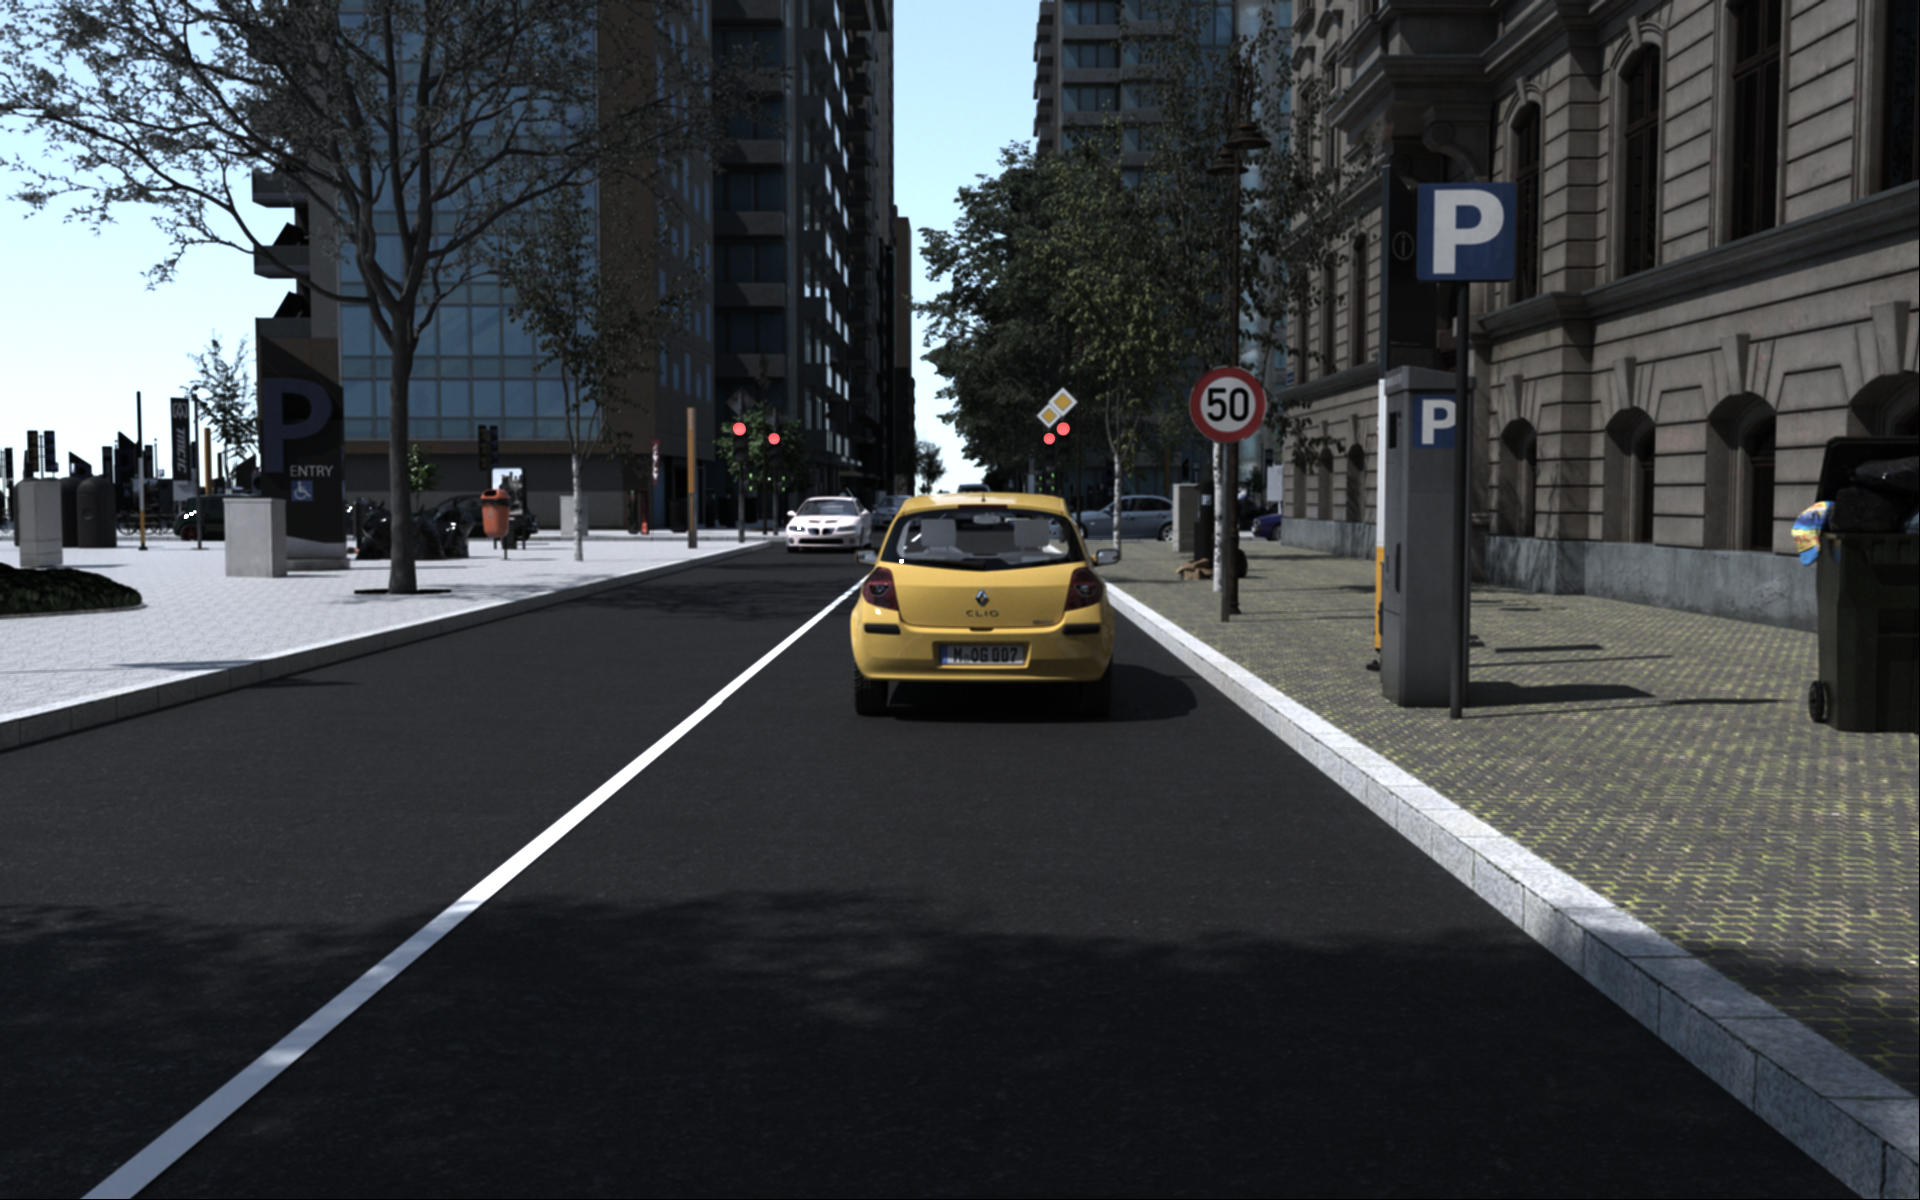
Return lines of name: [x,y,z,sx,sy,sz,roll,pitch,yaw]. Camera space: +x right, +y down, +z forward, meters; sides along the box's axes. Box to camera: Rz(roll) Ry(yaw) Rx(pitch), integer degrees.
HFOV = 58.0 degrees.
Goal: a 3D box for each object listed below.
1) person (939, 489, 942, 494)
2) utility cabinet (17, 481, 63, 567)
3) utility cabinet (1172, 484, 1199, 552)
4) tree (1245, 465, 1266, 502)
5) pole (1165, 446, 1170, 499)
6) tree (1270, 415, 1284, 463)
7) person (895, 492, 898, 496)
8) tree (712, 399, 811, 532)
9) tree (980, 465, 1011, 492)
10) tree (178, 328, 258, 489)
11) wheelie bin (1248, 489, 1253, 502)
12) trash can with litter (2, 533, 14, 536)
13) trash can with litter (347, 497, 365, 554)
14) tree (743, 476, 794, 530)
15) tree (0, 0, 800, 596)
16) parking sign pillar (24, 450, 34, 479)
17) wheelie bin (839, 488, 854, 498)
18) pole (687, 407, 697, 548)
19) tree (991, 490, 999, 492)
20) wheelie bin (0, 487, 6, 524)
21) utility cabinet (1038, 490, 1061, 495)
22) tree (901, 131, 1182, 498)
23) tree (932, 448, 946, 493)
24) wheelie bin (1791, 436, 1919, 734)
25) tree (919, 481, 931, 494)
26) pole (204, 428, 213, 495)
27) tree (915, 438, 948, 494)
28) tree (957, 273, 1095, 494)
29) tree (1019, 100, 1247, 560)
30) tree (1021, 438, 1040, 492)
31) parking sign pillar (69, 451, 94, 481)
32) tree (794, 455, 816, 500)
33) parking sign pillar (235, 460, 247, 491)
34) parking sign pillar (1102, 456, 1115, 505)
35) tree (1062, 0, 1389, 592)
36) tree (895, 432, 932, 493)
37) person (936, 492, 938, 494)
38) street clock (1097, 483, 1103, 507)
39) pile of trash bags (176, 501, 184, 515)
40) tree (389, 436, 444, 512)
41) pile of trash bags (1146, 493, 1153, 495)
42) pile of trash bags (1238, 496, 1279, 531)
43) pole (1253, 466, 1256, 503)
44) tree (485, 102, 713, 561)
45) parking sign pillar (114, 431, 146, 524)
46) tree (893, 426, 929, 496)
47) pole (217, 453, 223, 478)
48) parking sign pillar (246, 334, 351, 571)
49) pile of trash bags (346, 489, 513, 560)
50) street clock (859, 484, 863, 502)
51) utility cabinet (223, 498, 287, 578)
person: [-1.610,-8.214,142.827,0.705,1.821,1.348,2,4,29]
utility cabinet: [-16.122,-1.325,30.350,0.318,1.500,1.173,-1,4,-9]
utility cabinet: [5.254,-1.789,37.933,1.173,1.500,0.318,-1,4,-21]
tree: [19.030,-7.096,110.613,1.663,3.219,1.824,0,3,0]
pole: [8.855,-4.904,74.031,0.158,3.312,0.155,0,3,0]
tree: [23.947,-10.570,123.183,4.737,8.622,4.395,0,3,0]
person: [-7.715,-12.123,207.438,1.217,1.736,0.721,0,4,1]
tree: [-6.813,-4.647,59.696,4.285,4.588,4.351,0,3,0]
tree: [4.281,-12.894,194.522,4.285,4.588,4.351,0,3,0]
tree: [-32.660,-7.795,77.804,4.737,8.622,4.395,0,3,0]
wheelie bin: [17.128,-5.885,104.125,0.980,1.594,0.693,-3,4,-38]
trash can with litter: [-28.617,-2.635,54.136,2.233,1.210,1.678,-1,4,-21]
trash can with litter: [-13.041,-1.650,38.042,1.678,1.210,2.233,-1,4,-13]
tree: [-7.076,-4.152,62.488,1.663,3.219,1.824,0,3,0]
tree: [-7.260,-6.836,22.134,12.009,13.543,11.850,0,3,0]
parking sign pillar: [-57.263,-7.218,106.483,1.447,3.967,1.447,-2,4,-32]
wheelie bin: [-5.736,-4.868,87.493,0.693,1.594,0.980,0,4,2]
pole: [-6.320,-2.875,40.856,0.158,3.312,0.155,0,3,0]
tree: [4.411,-13.306,212.156,1.663,3.219,1.824,0,3,0]
wheelie bin: [-40.146,-3.920,71.992,0.693,1.594,0.980,2,4,32]
utility cabinet: [4.536,-4.848,87.946,1.173,1.500,0.318,2,4,28]
tree: [3.132,-9.415,60.594,9.857,13.997,8.962,0,3,0]
tree: [-4.608,-19.482,268.885,4.737,8.622,4.395,0,3,0]
wheelie bin: [5.091,-0.094,9.442,0.980,1.594,0.693,1,4,14]
tree: [-5.367,-15.878,254.201,1.663,3.219,1.824,0,3,0]
pole: [-23.100,-3.633,53.246,0.158,3.312,0.155,0,3,0]
tree: [-5.566,-21.557,286.871,8.767,10.594,7.601,3,4,36]
tree: [3.260,-10.221,85.233,7.486,12.596,7.792,0,3,0]
tree: [3.295,-5.079,33.402,4.737,8.622,4.395,0,3,0]
tree: [4.890,-11.071,131.372,4.360,8.622,3.978,0,3,0]
parking sign pillar: [-55.075,-7.347,108.602,1.447,3.967,1.447,3,5,45]
tree: [-7.022,-4.663,70.835,1.663,3.219,1.824,0,3,0]
parking sign pillar: [-47.440,-7.748,115.152,1.447,3.967,1.447,-1,4,-14]
parking sign pillar: [10.586,-8.106,121.004,1.447,3.967,1.447,2,4,33]
tree: [3.381,-4.398,22.271,4.360,8.622,3.978,0,3,0]
tree: [-6.097,-15.586,205.195,4.737,8.622,4.395,0,3,0]
person: [-3.114,-14.208,241.516,0.721,1.736,1.217,2,4,33]
street clock: [9.164,-6.655,113.386,0.358,2.002,0.471,3,4,39]
pile of trash bags: [-41.675,-4.883,89.592,3.447,1.369,1.912,1,4,10]
tree: [-18.169,-3.883,58.095,1.663,3.219,1.824,0,3,0]
pile of trash bags: [13.518,-6.718,119.596,1.912,1.369,3.447,-1,4,-13]
pile of trash bags: [10.399,-3.159,61.405,1.912,1.369,3.447,-3,5,-40]
pole: [21.265,-8.031,125.142,0.158,3.312,0.155,0,3,0]
tree: [-7.086,-5.037,32.714,4.360,8.622,3.978,0,3,0]
parking sign pillar: [-35.481,-5.234,74.041,1.447,3.967,1.447,1,4,17]
tree: [-5.361,-14.518,187.739,4.360,8.622,3.978,0,3,0]
pole: [-36.321,-5.579,85.066,0.158,3.312,0.155,0,3,0]
parking sign pillar: [-11.123,-2.498,29.315,1.447,3.967,1.447,-1,4,-11]
pile of trash bags: [-10.233,-1.493,34.160,3.447,1.369,1.912,2,4,26]
street clock: [-6.958,-7.157,121.588,0.358,2.002,0.471,1,4,10]
utility cabinet: [-10.895,-0.956,26.795,1.020,1.237,0.306,2,4,25]
